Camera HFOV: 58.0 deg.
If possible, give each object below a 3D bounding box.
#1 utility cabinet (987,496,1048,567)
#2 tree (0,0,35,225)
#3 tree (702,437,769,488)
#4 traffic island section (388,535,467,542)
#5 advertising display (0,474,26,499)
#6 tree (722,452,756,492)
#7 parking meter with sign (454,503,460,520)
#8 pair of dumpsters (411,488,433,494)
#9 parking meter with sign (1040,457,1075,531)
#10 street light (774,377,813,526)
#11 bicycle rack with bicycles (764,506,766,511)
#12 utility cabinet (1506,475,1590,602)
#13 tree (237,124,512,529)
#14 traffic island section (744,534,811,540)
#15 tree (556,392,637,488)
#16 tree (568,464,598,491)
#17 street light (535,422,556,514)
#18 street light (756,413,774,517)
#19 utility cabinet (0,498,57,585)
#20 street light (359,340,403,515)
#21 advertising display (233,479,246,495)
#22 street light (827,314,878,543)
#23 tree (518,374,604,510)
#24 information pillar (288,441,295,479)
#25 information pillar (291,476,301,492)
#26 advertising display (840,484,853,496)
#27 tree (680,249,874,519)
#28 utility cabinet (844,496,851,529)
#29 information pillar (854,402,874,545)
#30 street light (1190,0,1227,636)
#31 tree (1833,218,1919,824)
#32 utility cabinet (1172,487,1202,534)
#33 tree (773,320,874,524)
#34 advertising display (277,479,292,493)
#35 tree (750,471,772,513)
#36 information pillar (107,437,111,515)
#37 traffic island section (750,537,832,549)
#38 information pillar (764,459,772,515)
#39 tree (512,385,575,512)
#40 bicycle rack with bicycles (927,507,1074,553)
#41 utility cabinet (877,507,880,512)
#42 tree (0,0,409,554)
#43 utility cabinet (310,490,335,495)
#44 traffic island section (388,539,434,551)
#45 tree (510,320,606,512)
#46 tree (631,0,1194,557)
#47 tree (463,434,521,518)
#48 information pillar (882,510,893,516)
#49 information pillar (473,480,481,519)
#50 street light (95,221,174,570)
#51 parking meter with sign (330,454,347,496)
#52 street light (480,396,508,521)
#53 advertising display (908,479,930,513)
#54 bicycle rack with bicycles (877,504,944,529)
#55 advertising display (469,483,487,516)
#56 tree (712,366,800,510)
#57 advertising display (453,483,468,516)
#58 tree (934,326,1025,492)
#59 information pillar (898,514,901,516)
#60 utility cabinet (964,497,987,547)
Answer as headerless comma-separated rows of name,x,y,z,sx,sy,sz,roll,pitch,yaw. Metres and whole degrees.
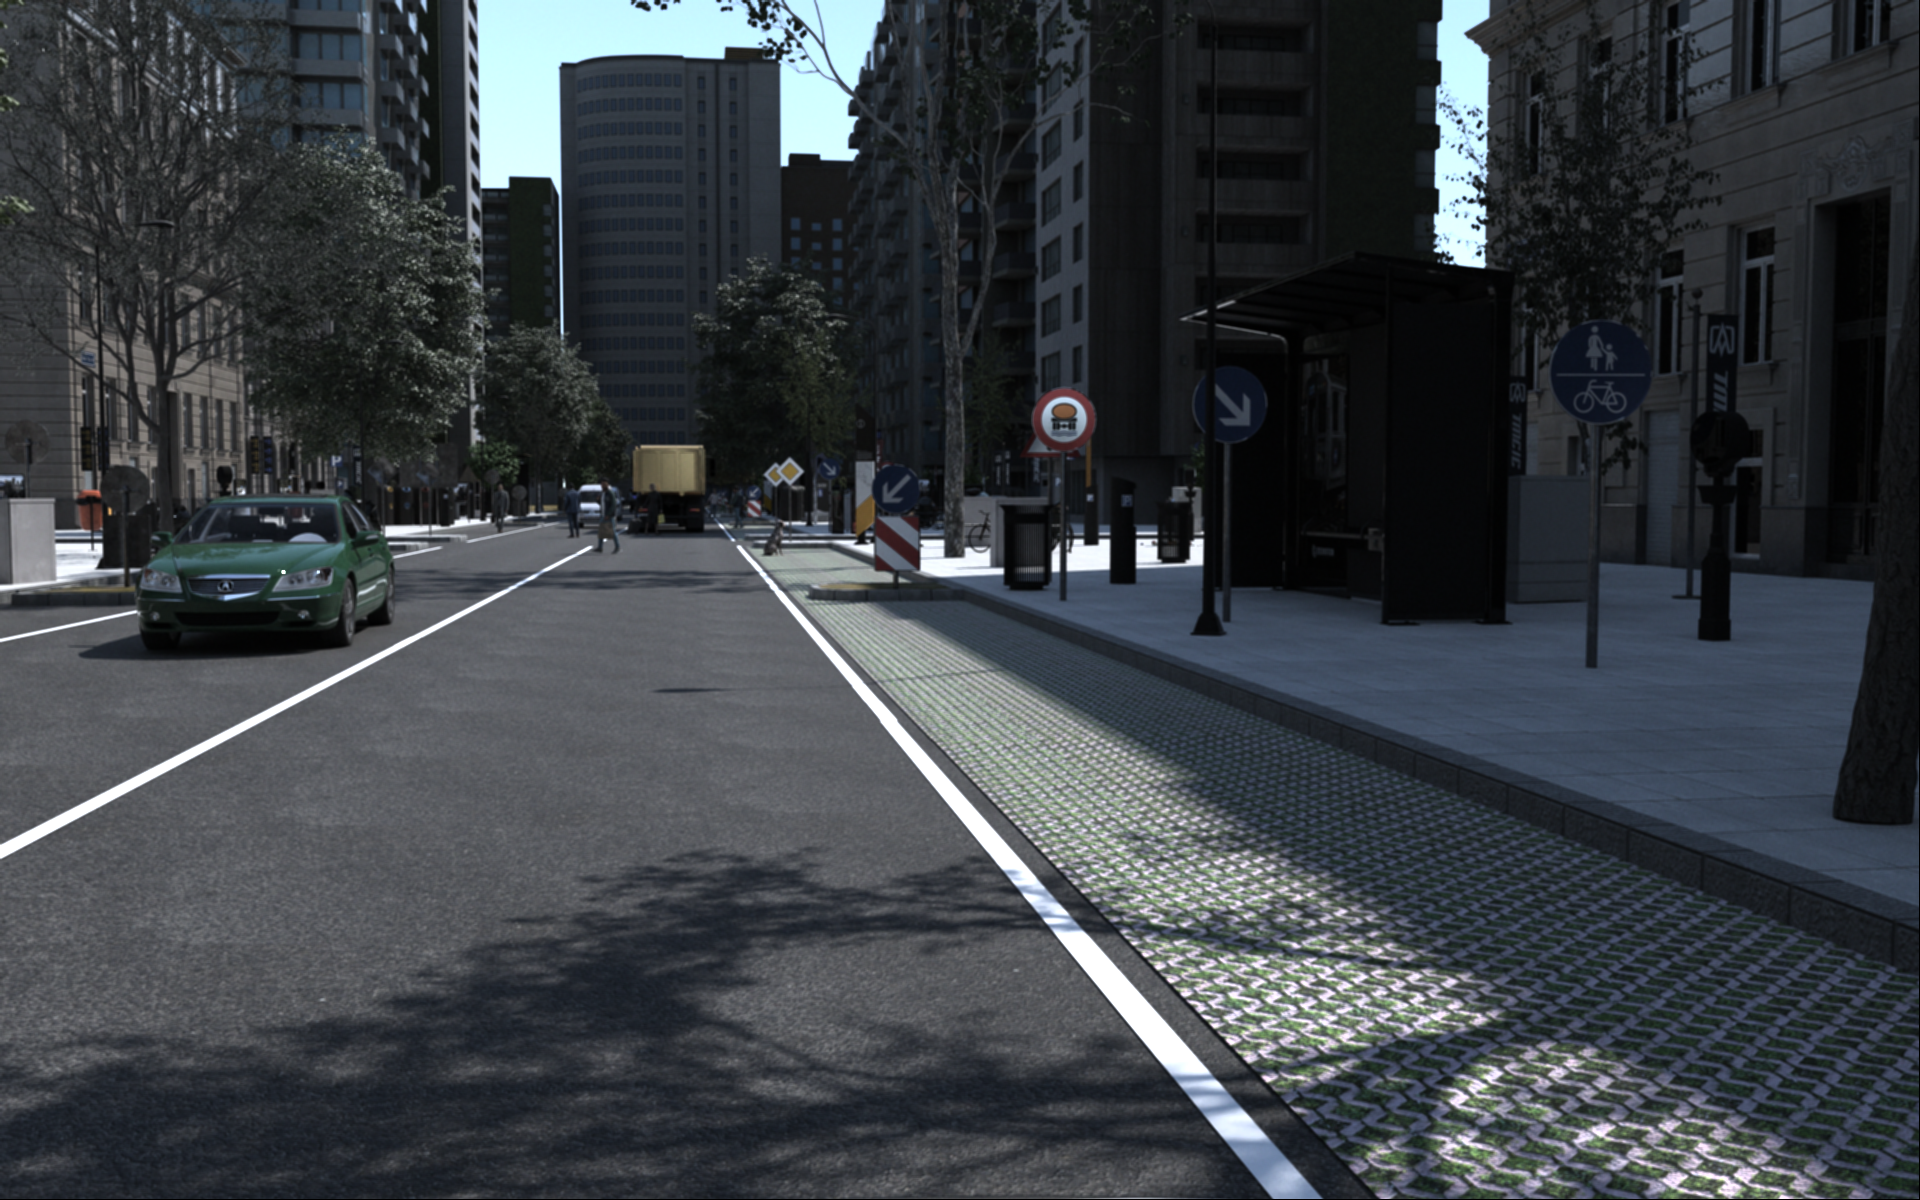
utility cabinet,1.044,-1.190,30.616,1.020,1.237,0.306,-2,4,-24
tree,-13.197,-5.987,16.019,7.486,12.596,7.792,0,3,0
tree,-26.254,-17.505,203.211,9.611,12.733,9.660,0,3,0
traffic island section,-16.169,-1.867,52.804,2.009,0.180,2.903,-1,4,-9
advertising display,-30.145,-3.042,54.948,0.123,1.923,0.974,2,4,30
tree,-22.422,-13.850,176.812,4.360,8.622,3.978,0,3,0
parking meter with sign,-25.700,-5.491,86.045,1.738,3.016,0.543,1,4,17
pair of dumpsters,-25.592,-4.898,82.568,1.574,2.255,4.437,-1,4,-9
parking meter with sign,3.224,-3.973,61.224,1.738,3.016,0.543,3,5,45
street light,-6.563,-5.902,69.046,1.470,5.913,1.316,-1,4,-9
bicycle rack with bicycles,-13.020,-7.012,128.027,2.925,0.926,2.852,-1,4,-12
utility cabinet,6.970,-0.725,20.535,1.173,1.500,0.318,-2,4,-25
tree,-20.636,-9.398,60.311,9.857,13.997,8.962,0,3,0
traffic island section,-5.750,-1.964,54.396,2.009,0.180,2.903,-1,4,-9
tree,-41.059,-17.013,195.171,9.611,12.733,9.660,0,3,0
tree,-36.964,-11.386,169.881,4.285,4.588,4.351,0,3,0
street light,-26.728,-8.514,111.751,1.470,5.913,1.316,-1,4,-9
street light,-11.095,-7.700,98.443,1.470,5.913,1.316,-1,4,-9
utility cabinet,-13.512,-0.847,25.008,0.306,1.237,1.020,0,4,7
street light,-17.514,-4.881,52.354,1.470,5.913,1.316,-1,4,-9
advertising display,-31.020,-4.246,74.629,0.123,1.923,0.974,0,4,2
street light,-2.742,-4.431,44.980,1.470,5.913,1.316,-1,4,-9
tree,-32.966,-13.283,142.937,9.928,11.665,9.643,0,3,0
information pillar,-29.676,-5.236,76.955,0.183,3.616,0.504,0,4,1
information pillar,-26.916,-4.021,70.241,0.304,2.012,0.304,-1,4,-11
advertising display,-7.130,-6.364,109.262,0.974,1.923,0.123,-3,5,-43
tree,-9.220,-11.175,89.364,9.857,13.997,8.962,0,3,0
utility cabinet,-3.866,-3.172,63.019,1.020,1.237,0.306,1,4,20
information pillar,-2.422,-3.214,43.911,0.504,3.616,0.183,1,4,15
street light,1.735,-2.632,15.574,1.470,5.913,1.316,-1,4,-9
tree,3.864,-4.396,6.285,7.601,10.594,8.767,3,4,36
utility cabinet,7.298,-2.874,55.663,0.318,1.500,1.173,3,5,45
tree,-5.991,-7.545,73.719,4.737,8.622,4.395,0,3,0
advertising display,-28.238,-4.129,72.730,0.123,1.923,0.974,2,4,24
tree,-13.671,-7.593,118.753,1.663,3.219,1.824,0,3,0
information pillar,-30.371,-4.303,61.704,0.183,3.616,0.504,-1,4,-14
traffic island section,-4.535,-1.482,46.504,2.009,0.180,2.903,-1,4,-9
information pillar,-11.707,-6.982,105.509,0.504,3.616,0.183,-2,4,-28
tree,-28.395,-10.225,117.547,4.360,8.622,3.978,0,3,0
bicycle rack with bicycles,1.363,-1.489,37.729,2.925,0.926,2.852,-3,5,-39
utility cabinet,-5.739,-6.901,121.505,1.173,1.500,0.318,-2,4,-33
tree,-17.227,-7.739,36.903,12.009,13.543,11.850,0,3,0
utility cabinet,-31.507,-4.711,85.709,1.173,1.500,0.318,-2,4,-28
traffic island section,-14.955,-1.384,44.912,2.009,0.180,2.903,-1,4,-9
tree,-30.497,-13.338,124.726,9.857,13.997,8.962,0,3,0
tree,-1.205,-10.862,33.483,12.611,20.169,13.585,0,3,0
tree,-25.504,-6.786,94.671,4.285,4.588,4.351,0,3,0
information pillar,-2.358,-3.214,57.043,0.304,2.012,0.304,2,4,30
information pillar,-24.903,-5.186,89.281,0.304,2.012,0.304,-2,4,-28
street light,-14.052,-3.484,29.512,1.470,5.913,1.316,-1,4,-9
parking meter with sign,-27.417,-4.925,76.778,0.543,3.016,1.738,0,4,-7
street light,-22.148,-6.714,82.308,1.470,5.913,1.316,-1,4,-9
advertising display,-1.742,-4.142,72.930,0.974,1.923,0.123,-1,4,-10
bicycle rack with bicycles,-1.173,-3.025,62.846,2.925,0.926,2.852,1,4,16
advertising display,-27.620,-5.772,99.579,0.974,1.923,0.123,1,4,20
tree,-15.882,-13.030,138.787,9.928,11.665,9.643,0,3,0
advertising display,-28.773,-5.801,100.063,0.974,1.923,0.123,-1,4,-19
tree,0.959,-7.701,76.277,4.737,8.622,4.395,0,3,0
information pillar,-2.531,-3.990,69.724,0.304,2.012,0.304,-2,4,-24
utility cabinet,0.253,-1.888,42.033,1.020,1.237,0.306,-1,4,-9
